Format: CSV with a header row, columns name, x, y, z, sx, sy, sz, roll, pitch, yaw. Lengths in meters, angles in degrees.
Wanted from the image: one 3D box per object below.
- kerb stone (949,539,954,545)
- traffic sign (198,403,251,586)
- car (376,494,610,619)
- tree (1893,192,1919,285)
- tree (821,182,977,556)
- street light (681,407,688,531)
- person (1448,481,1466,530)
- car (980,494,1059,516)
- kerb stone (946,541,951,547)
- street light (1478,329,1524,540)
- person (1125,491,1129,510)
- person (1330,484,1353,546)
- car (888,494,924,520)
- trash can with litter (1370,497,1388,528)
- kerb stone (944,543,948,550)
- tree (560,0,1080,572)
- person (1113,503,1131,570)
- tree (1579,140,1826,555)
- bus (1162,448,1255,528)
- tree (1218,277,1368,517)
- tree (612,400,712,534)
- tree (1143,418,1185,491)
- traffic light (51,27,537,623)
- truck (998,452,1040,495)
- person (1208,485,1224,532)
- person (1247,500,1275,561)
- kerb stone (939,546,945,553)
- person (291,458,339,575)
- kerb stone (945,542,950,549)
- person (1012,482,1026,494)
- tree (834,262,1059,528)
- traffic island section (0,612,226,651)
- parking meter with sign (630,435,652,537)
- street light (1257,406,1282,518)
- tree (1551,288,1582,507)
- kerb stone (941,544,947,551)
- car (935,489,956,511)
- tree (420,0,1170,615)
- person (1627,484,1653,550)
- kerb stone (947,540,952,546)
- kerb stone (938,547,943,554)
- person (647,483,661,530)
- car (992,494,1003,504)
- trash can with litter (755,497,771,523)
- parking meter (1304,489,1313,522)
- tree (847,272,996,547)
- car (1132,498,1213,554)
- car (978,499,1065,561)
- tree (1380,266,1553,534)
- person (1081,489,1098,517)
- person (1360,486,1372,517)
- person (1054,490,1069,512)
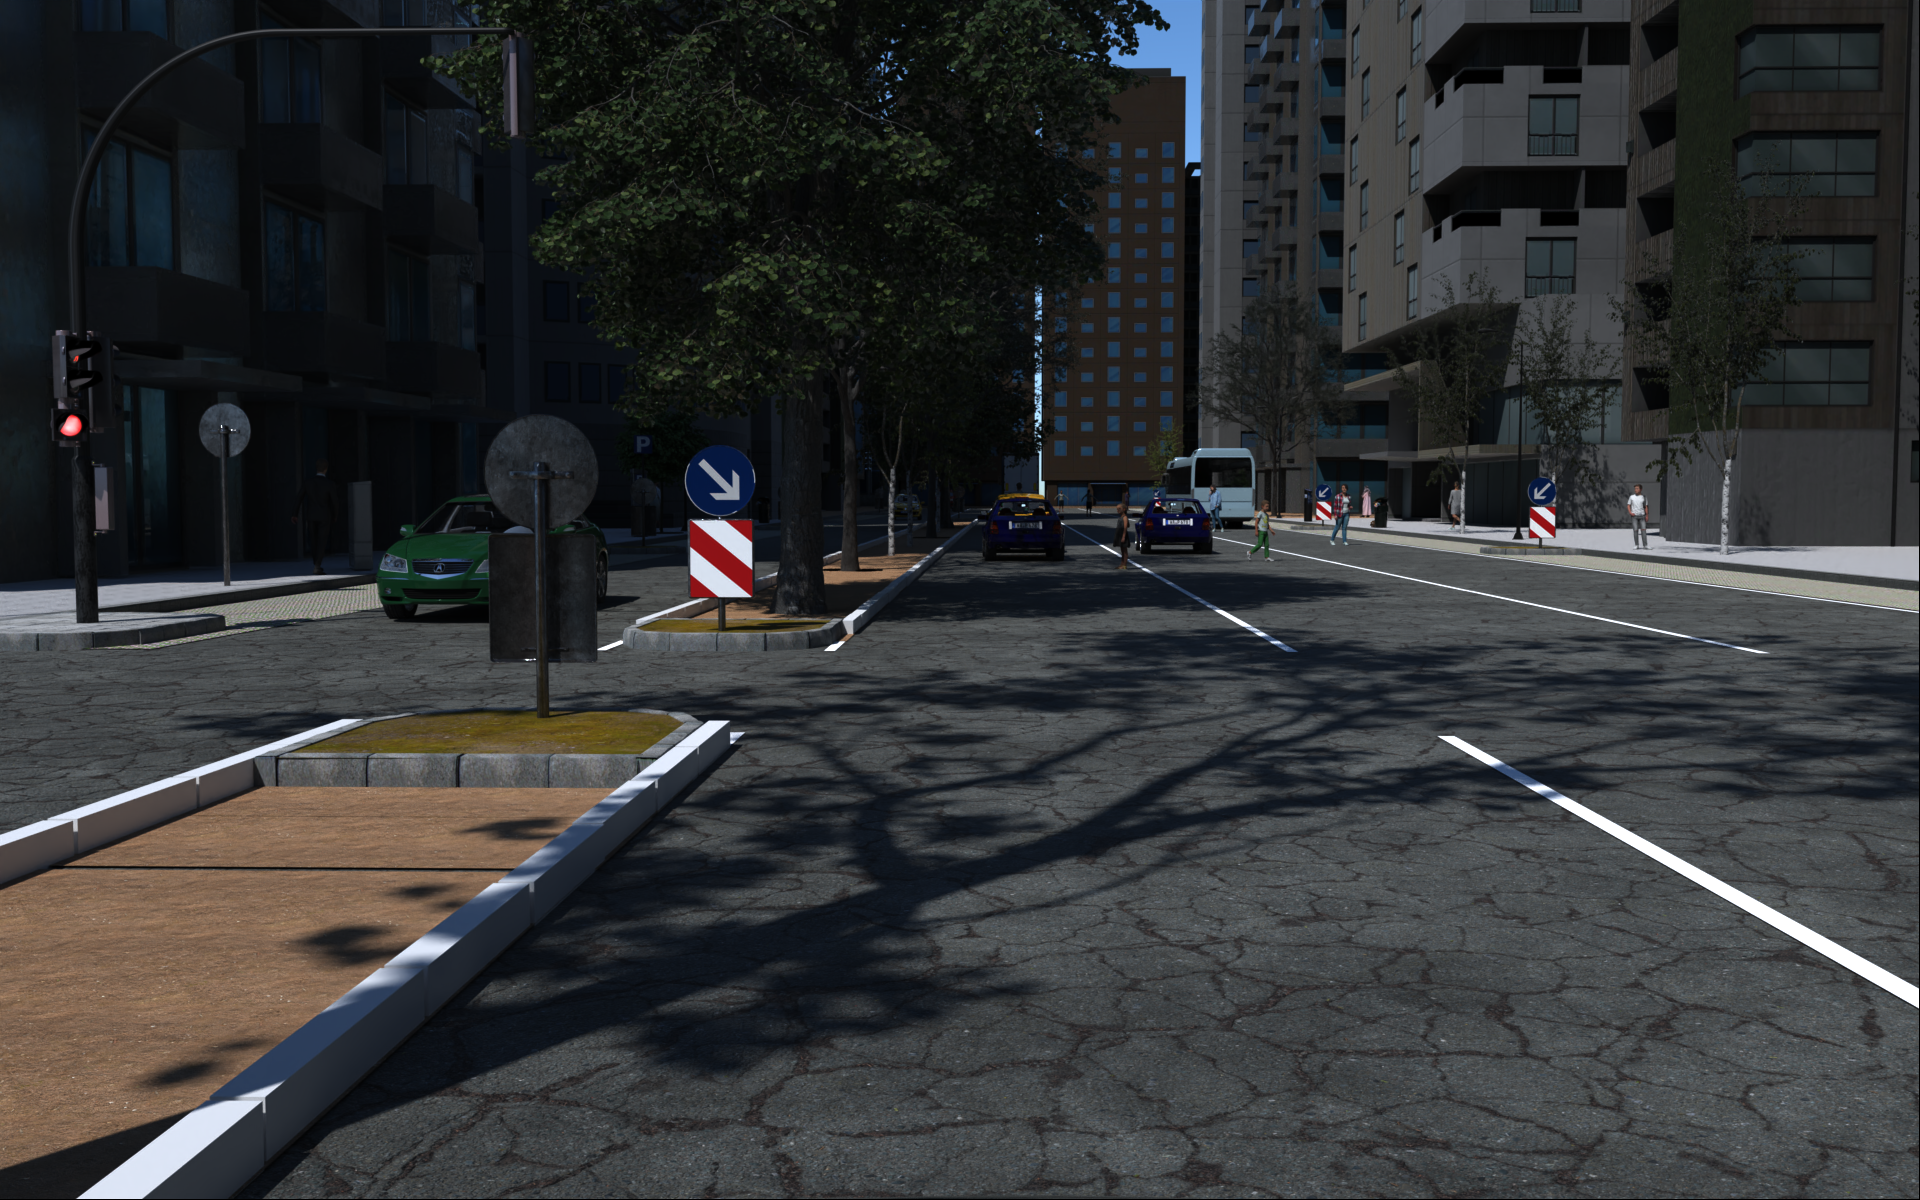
name,x,y,z,sx,sy,sz,roll,pitch,yaw
kerb stone,-0.317,-1.503,46.813,0.120,0.150,1.000,0,4,2
traffic sign,-10.242,-1.469,24.130,0.768,2.556,0.104,0,4,6
car,-5.643,-0.588,21.405,2.131,1.459,4.920,0,4,2
tree,23.186,-5.420,38.984,4.360,8.622,3.978,0,3,0
tree,-1.584,-5.325,39.886,4.360,8.622,3.978,0,3,0
street light,-8.918,-5.317,59.481,1.470,5.913,1.316,0,4,2
person,17.796,-3.374,61.956,0.466,1.731,0.760,-3,5,-41
car,1.521,-2.041,43.589,2.015,1.641,3.980,0,4,0
kerb stone,-0.368,-1.373,44.767,0.120,0.150,1.000,0,4,2
street light,15.229,-4.662,48.772,1.470,5.913,1.316,0,4,2
person,14.535,-8.647,150.800,0.530,1.710,0.541,0,4,-7
person,10.660,-2.384,48.317,0.563,1.720,0.643,-1,4,-18
car,-2.972,-5.258,96.194,2.015,1.641,3.980,0,4,0
trash can with litter,15.916,-3.343,66.047,0.624,1.170,1.055,-1,4,-9
kerb stone,-0.436,-1.255,42.721,0.120,0.150,1.000,0,4,2
tree,-2.005,-7.257,31.476,12.009,13.543,11.850,0,3,0
person,3.058,-1.203,32.832,0.373,1.253,0.362,-1,4,-13
tree,16.135,-5.277,36.643,4.360,8.622,3.978,0,3,0
bus,10.810,-4.978,76.256,2.948,3.499,13.247,0,4,2
tree,18.021,-11.515,98.638,12.009,13.543,11.850,0,3,0
tree,-9.715,-4.438,56.278,4.285,4.588,4.351,0,3,0
tree,20.031,-13.335,168.396,4.737,8.622,4.395,0,3,0
traffic light,-6.583,-2.596,17.107,4.771,5.953,1.251,0,4,2
truck,4.175,-8.146,122.102,2.839,4.237,11.283,0,4,1
person,9.719,-3.481,65.674,0.793,1.790,0.793,1,4,21
person,6.414,-1.477,36.896,0.590,1.304,0.306,2,4,27
kerb stone,-0.493,-1.129,40.676,0.120,0.150,1.000,0,4,2
person,-10.189,-1.329,27.548,0.659,1.850,0.755,0,4,-1
kerb stone,-0.403,-1.317,43.743,0.120,0.150,1.000,0,4,2
person,1.861,-2.841,55.143,0.606,1.804,0.583,0,4,-4
tree,-0.636,-9.329,71.995,9.611,12.733,9.660,0,3,0
traffic island section,-8.716,0.307,17.267,2.009,0.180,2.903,0,4,2
parking meter with sign,-9.624,-3.411,52.038,0.543,3.016,1.738,-1,4,-18
street light,16.378,-7.283,91.617,1.470,5.913,1.316,0,4,2
tree,21.270,-6.791,61.388,4.360,8.622,3.978,0,3,0
kerb stone,-0.460,-1.193,41.698,0.120,0.150,1.000,0,4,2
car,-1.298,-8.306,144.477,2.281,1.827,5.304,0,4,2
tree,-1.935,-6.809,20.444,9.857,13.997,8.962,0,3,0
person,15.730,-1.921,40.043,0.503,1.515,0.523,-1,4,-13
kerb stone,-0.353,-1.442,45.790,0.120,0.150,1.000,0,4,2
kerb stone,-0.520,-1.065,39.648,0.120,0.150,1.000,0,4,2
person,-10.797,-3.377,61.488,0.478,1.798,0.641,3,5,40
car,2.727,-4.790,90.118,2.131,1.459,4.920,0,4,1
trash can with litter,-8.670,-3.970,76.296,0.624,1.170,1.055,0,4,-1
parking meter,16.202,-4.413,80.569,0.372,1.533,0.369,0,3,0
tree,-1.316,-5.722,46.374,4.737,8.622,4.395,0,3,0
car,5.236,-1.840,42.670,1.945,1.354,3.894,0,4,3
car,1.371,-1.580,38.419,1.945,1.354,3.894,0,4,0
tree,16.012,-6.447,55.765,4.360,8.622,3.978,0,3,0
person,8.198,-6.133,109.557,1.217,1.735,0.721,2,4,31
person,22.321,-5.410,95.158,0.621,1.740,0.551,2,4,33
person,8.137,-7.919,138.771,1.217,1.735,0.721,0,4,-7
